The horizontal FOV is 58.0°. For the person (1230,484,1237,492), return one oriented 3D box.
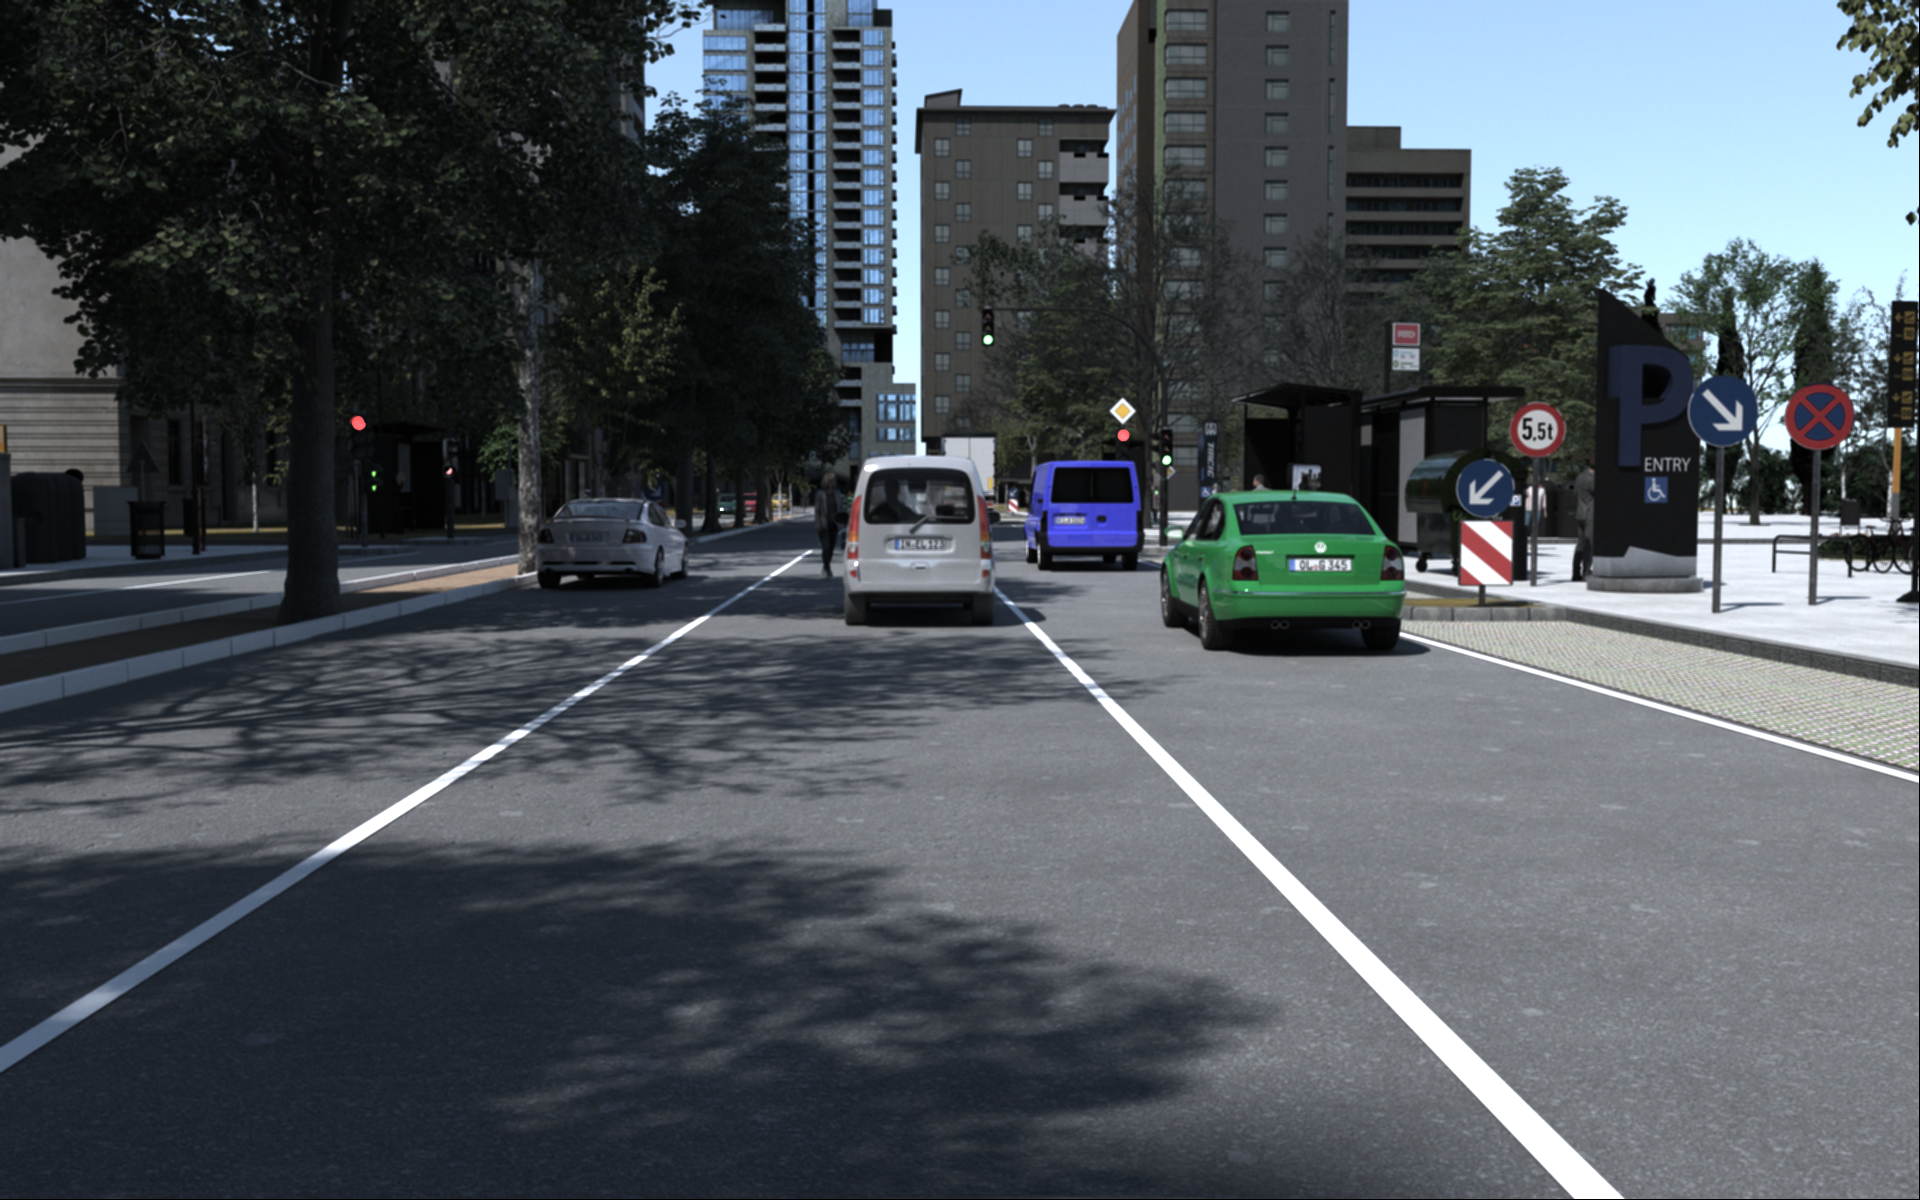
[{"bbox_3d":[13.579,-4.852,85.921,0.519,1.759,0.362,0,4,1],"label":"person"}]

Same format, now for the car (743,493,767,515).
[{"bbox_3d":[-13.675,-6.368,113.161,2.155,1.783,4.494,0,4,-1],"label":"car"}]

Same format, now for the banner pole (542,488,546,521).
[{"bbox_3d":[-20.124,-5.715,83.459,0.401,3.779,0.863,-3,4,-37],"label":"banner pole"}]

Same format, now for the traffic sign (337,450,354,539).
[{"bbox_3d":[-17.487,-3.036,49.739,0.768,2.556,0.104,0,4,-1],"label":"traffic sign"}]

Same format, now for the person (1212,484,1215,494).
[{"bbox_3d":[14.402,-5.692,98.948,0.661,1.843,0.795,0,4,-1],"label":"person"}]

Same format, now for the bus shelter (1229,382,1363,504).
[{"bbox_3d":[7.597,-2.957,39.637,1.731,3.624,6.357,0,4,-2],"label":"bus shelter"}]

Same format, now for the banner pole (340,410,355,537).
[{"bbox_3d":[-18.345,-3.781,51.839,0.401,3.779,0.863,-1,4,-13],"label":"banner pole"}]

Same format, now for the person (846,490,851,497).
[{"bbox_3d":[-11.863,-10.926,187.082,1.348,1.831,0.705,-3,5,-41],"label":"person"}]

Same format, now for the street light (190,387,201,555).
[{"bbox_3d":[-16.245,-3.906,36.653,0.468,5.910,1.993,0,4,-2],"label":"street light"}]

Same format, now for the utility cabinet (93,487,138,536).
[{"bbox_3d":[-25.380,-2.655,52.091,1.173,1.500,0.318,-1,4,-14],"label":"utility cabinet"}]

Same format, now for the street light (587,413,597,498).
[{"bbox_3d":[-17.938,-6.860,84.952,0.468,5.910,1.993,0,4,-2],"label":"street light"}]

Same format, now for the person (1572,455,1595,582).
[{"bbox_3d":[9.240,-1.192,25.346,0.447,1.846,0.655,0,4,-8],"label":"person"}]

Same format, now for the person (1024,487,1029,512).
[{"bbox_3d":[4.581,-7.025,121.236,0.599,1.781,0.374,-3,5,-41],"label":"person"}]

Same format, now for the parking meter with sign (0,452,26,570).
[{"bbox_3d":[-16.389,-2.024,29.357,0.543,3.016,1.738,-1,4,-10],"label":"parking meter with sign"}]

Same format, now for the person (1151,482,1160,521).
[{"bbox_3d":[9.018,-4.607,81.151,0.755,1.850,0.659,1,4,9],"label":"person"}]

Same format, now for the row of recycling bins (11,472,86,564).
[{"bbox_3d":[-17.614,-1.613,33.487,1.069,1.692,3.534,-1,4,-17],"label":"row of recycling bins"}]

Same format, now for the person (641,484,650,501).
[{"bbox_3d":[-9.259,-2.588,51.390,0.524,1.755,0.480,-1,4,-11],"label":"person"}]

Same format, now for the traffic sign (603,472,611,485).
[{"bbox_3d":[-20.948,-6.242,102.162,0.768,2.556,0.104,0,4,-1],"label":"traffic sign"}]

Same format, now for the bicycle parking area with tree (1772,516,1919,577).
[{"bbox_3d":[17.358,-2.375,25.835,8.231,4.147,9.016,0,4,1],"label":"bicycle parking area with tree"}]

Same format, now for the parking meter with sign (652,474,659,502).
[{"bbox_3d":[-21.515,-7.749,122.960,0.543,3.016,1.738,-2,4,-25],"label":"parking meter with sign"}]

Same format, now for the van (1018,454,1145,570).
[{"bbox_3d":[2.355,-1.824,34.199,2.240,2.365,5.245,0,4,-1],"label":"van"}]

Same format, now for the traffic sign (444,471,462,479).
[{"bbox_3d":[-18.423,-3.823,62.507,0.884,2.594,0.081,0,4,2],"label":"traffic sign"}]

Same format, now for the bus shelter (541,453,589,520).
[{"bbox_3d":[-20.924,-6.814,89.038,2.179,5.291,8.768,0,4,-2],"label":"bus shelter"}]

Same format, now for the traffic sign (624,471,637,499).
[{"bbox_3d":[-18.255,-5.865,95.990,0.768,2.556,0.104,0,4,2],"label":"traffic sign"}]

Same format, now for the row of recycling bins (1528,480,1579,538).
[{"bbox_3d":[16.887,-2.708,51.390,1.069,1.692,3.534,-3,5,-44],"label":"row of recycling bins"}]

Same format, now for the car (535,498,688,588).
[{"bbox_3d":[-5.525,-0.947,27.837,2.083,1.381,4.827,0,4,-1],"label":"car"}]

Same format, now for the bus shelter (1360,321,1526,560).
[{"bbox_3d":[9.787,-3.690,37.964,2.179,5.291,8.768,0,4,-2],"label":"bus shelter"}]

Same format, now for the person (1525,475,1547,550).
[{"bbox_3d":[13.104,-2.034,39.965,0.731,1.740,0.598,0,3,0],"label":"person"}]

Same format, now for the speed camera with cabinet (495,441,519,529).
[{"bbox_3d":[-16.931,-4.339,65.273,0.660,3.252,2.038,0,4,4],"label":"speed camera with cabinet"}]

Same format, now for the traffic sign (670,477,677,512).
[{"bbox_3d":[-20.322,-7.550,123.550,0.768,2.556,0.104,0,4,4],"label":"traffic sign"}]

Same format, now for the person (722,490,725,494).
[{"bbox_3d":[-25.091,-10.839,183.967,1.217,1.736,0.721,-1,4,-12],"label":"person"}]

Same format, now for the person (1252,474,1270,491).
[{"bbox_3d":[5.823,-1.519,33.434,0.635,1.810,0.391,-3,4,-38],"label":"person"}]

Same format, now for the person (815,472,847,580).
[{"bbox_3d":[-2.134,-1.246,29.061,0.709,1.800,0.728,-2,4,-28],"label":"person"}]

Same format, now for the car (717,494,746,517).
[{"bbox_3d":[-13.982,-5.694,104.890,2.131,1.459,4.920,0,4,-3],"label":"car"}]

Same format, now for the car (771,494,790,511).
[{"bbox_3d":[-15.414,-8.445,148.296,2.015,1.641,3.980,0,4,-3],"label":"car"}]

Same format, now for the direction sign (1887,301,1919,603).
[{"bbox_3d":[11.334,-1.741,20.460,0.876,3.537,0.379,-1,4,-13],"label":"direction sign"}]

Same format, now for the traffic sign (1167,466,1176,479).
[{"bbox_3d":[8.352,-4.295,69.955,0.795,2.593,0.064,0,3,0],"label":"traffic sign"}]

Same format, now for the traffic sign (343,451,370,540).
[{"bbox_3d":[-16.960,-2.972,48.701,0.768,2.556,0.104,0,4,-1],"label":"traffic sign"}]

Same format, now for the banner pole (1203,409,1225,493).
[{"bbox_3d":[7.503,-3.725,50.916,0.863,3.779,0.401,-2,4,-24],"label":"banner pole"}]

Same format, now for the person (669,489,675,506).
[{"bbox_3d":[-31.448,-11.229,189.647,0.705,1.822,1.348,-3,5,-44],"label":"person"}]

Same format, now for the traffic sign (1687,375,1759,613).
[{"bbox_3d":[8.169,-1.133,18.635,0.768,2.556,0.104,0,4,-1],"label":"traffic sign"}]

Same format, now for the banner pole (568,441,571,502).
[{"bbox_3d":[-18.532,-5.645,82.320,0.401,3.779,0.863,-1,4,-11],"label":"banner pole"}]

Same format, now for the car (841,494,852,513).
[{"bbox_3d":[-7.625,-5.718,105.292,2.131,1.459,4.920,0,4,-3],"label":"car"}]

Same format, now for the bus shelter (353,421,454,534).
[{"bbox_3d":[-18.785,-4.127,58.755,1.731,3.624,6.357,0,4,-2],"label":"bus shelter"}]

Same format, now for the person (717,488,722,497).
[{"bbox_3d":[-17.503,-7.156,124.864,0.648,1.900,0.474,2,4,24],"label":"person"}]

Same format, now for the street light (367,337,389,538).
[{"bbox_3d":[-16.711,-4.718,49.930,0.468,5.910,1.993,0,4,-2],"label":"street light"}]

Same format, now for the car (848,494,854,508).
[{"bbox_3d":[-10.593,-10.336,177.786,1.959,1.807,4.718,0,4,-2],"label":"car"}]

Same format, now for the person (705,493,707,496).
[{"bbox_3d":[-24.096,-9.624,164.872,0.593,1.643,0.415,2,4,34],"label":"person"}]

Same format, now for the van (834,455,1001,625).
[{"bbox_3d":[-0.494,-0.813,20.312,2.013,2.044,4.112,0,4,-2],"label":"van"}]

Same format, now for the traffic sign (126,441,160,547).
[{"bbox_3d":[-19.910,-2.582,42.211,0.884,2.594,0.081,0,4,7],"label":"traffic sign"}]

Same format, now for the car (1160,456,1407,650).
[{"bbox_3d":[3.098,-0.519,17.287,1.959,1.807,4.718,0,4,-1],"label":"car"}]

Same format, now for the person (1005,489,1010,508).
[{"bbox_3d":[4.267,-9.091,155.595,0.541,1.710,0.530,-3,4,-36],"label":"person"}]

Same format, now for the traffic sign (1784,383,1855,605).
[{"bbox_3d":[9.849,-1.213,19.934,0.768,2.556,0.104,0,4,7],"label":"traffic sign"}]

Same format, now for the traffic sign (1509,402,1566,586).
[{"bbox_3d":[7.981,-1.463,24.024,0.768,2.556,0.104,0,4,4],"label":"traffic sign"}]

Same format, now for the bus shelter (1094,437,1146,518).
[{"bbox_3d":[6.975,-5.112,74.860,1.731,3.624,6.357,0,4,-2],"label":"bus shelter"}]

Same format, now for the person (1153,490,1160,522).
[{"bbox_3d":[8.991,-4.362,79.179,0.330,1.601,0.589,0,4,4],"label":"person"}]

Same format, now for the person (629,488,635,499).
[{"bbox_3d":[-23.186,-7.079,122.530,0.760,1.731,0.466,2,4,25],"label":"person"}]
